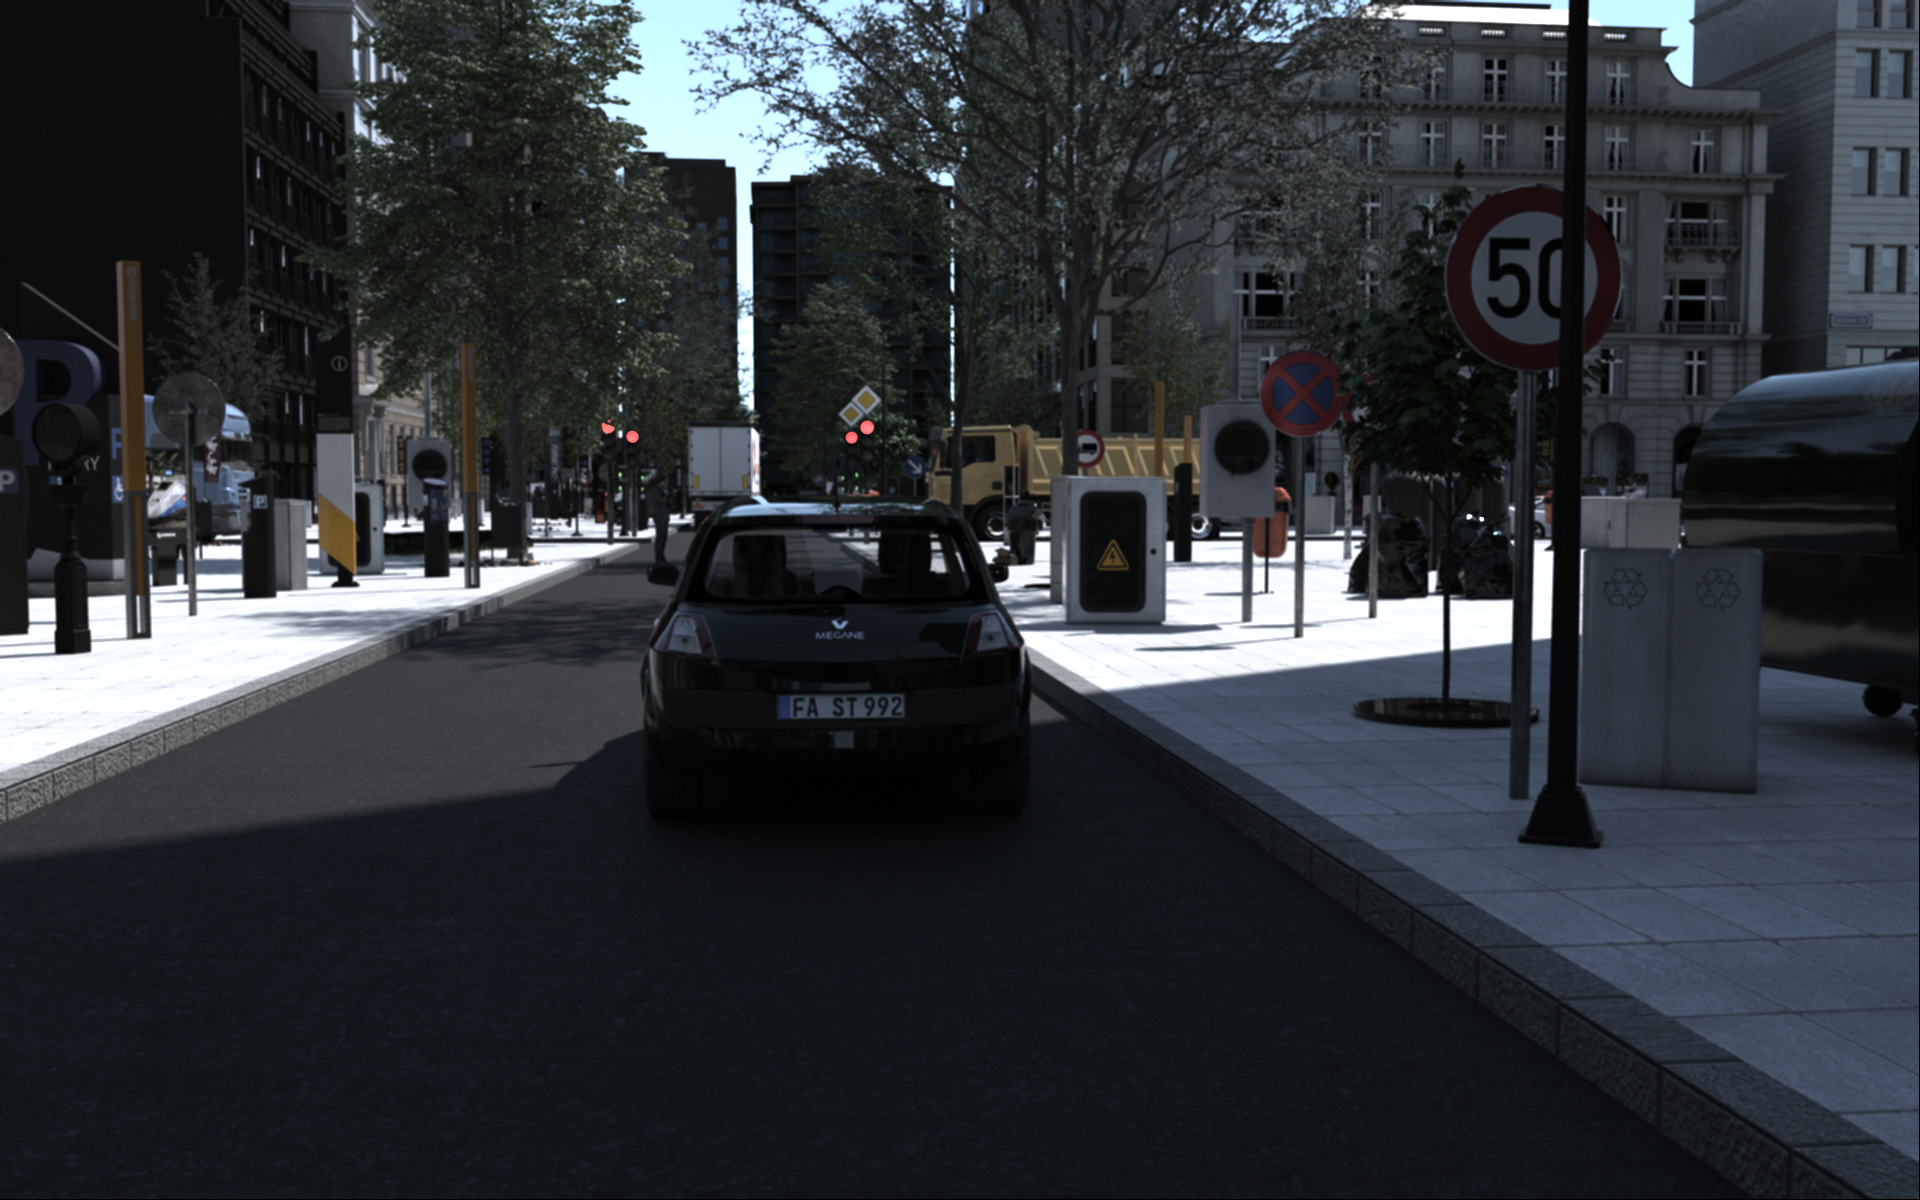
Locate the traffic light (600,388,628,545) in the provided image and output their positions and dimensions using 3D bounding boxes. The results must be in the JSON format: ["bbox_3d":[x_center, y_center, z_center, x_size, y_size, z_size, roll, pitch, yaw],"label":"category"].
[{"bbox_3d":[-8.838,-3.356,43.790,0.839,4.253,0.868,0,4,-6],"label":"traffic light"}]

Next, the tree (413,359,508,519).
[{"bbox_3d":[-25.228,-8.370,87.207,4.737,8.622,4.395,0,3,0],"label":"tree"}]

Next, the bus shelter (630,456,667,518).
[{"bbox_3d":[-17.259,-6.199,95.272,2.014,3.302,5.546,0,4,-7],"label":"bus shelter"}]

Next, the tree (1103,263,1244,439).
[{"bbox_3d":[6.683,-6.380,54.681,4.737,8.622,4.395,0,3,0],"label":"tree"}]

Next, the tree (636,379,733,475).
[{"bbox_3d":[-19.578,-11.728,126.158,8.767,10.594,7.601,-1,4,-20],"label":"tree"}]

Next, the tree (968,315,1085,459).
[{"bbox_3d":[2.831,-7.369,70.848,4.360,8.622,3.978,0,3,0],"label":"tree"}]

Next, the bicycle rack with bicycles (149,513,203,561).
[{"bbox_3d":[-15.782,-1.233,33.537,2.852,0.926,2.925,0,4,3],"label":"bicycle rack with bicycles"}]

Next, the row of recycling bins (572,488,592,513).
[{"bbox_3d":[-25.002,-6.651,115.861,1.069,1.692,3.534,1,4,20],"label":"row of recycling bins"}]

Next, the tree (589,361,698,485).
[{"bbox_3d":[-15.127,-8.290,85.910,4.737,8.622,4.395,0,3,0],"label":"tree"}]

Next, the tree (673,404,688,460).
[{"bbox_3d":[-20.065,-12.938,137.288,9.928,11.665,9.643,0,3,0],"label":"tree"}]

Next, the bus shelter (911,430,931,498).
[{"bbox_3d":[-1.020,-4.581,66.187,1.731,3.624,6.357,0,4,-6],"label":"bus shelter"}]

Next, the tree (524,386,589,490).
[{"bbox_3d":[-24.889,-9.748,109.745,4.737,8.622,4.395,0,3,0],"label":"tree"}]

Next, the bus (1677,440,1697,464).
[{"bbox_3d":[28.148,-3.718,52.331,12.252,3.916,2.896,0,4,-8],"label":"bus"}]

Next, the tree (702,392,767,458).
[{"bbox_3d":[-25.882,-17.339,190.141,9.857,13.997,8.962,0,3,0],"label":"tree"}]

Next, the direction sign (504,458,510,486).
[{"bbox_3d":[-28.249,-7.135,108.652,0.379,3.537,0.876,2,4,34],"label":"direction sign"}]

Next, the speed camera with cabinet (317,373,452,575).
[{"bbox_3d":[-9.283,-2.056,27.949,2.038,3.252,0.660,-1,4,-19],"label":"speed camera with cabinet"}]

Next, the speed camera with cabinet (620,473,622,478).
[{"bbox_3d":[-14.253,-4.897,74.395,0.660,3.252,2.038,1,4,20],"label":"speed camera with cabinet"}]

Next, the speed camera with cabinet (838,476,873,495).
[{"bbox_3d":[-3.998,-4.399,66.259,0.660,3.252,2.038,1,4,22],"label":"speed camera with cabinet"}]

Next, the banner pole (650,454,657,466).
[{"bbox_3d":[-19.200,-7.256,108.644,0.863,3.779,0.401,2,4,34],"label":"banner pole"}]

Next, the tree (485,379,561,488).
[{"bbox_3d":[-25.218,-9.205,100.869,4.360,8.622,3.978,0,3,0],"label":"tree"}]

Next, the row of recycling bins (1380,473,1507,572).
[{"bbox_3d":[8.281,-1.382,29.709,1.069,1.692,3.534,3,5,43],"label":"row of recycling bins"}]

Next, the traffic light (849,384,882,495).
[{"bbox_3d":[-2.419,-3.401,44.524,0.839,4.253,0.868,0,4,-6],"label":"traffic light"}]

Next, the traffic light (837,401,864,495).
[{"bbox_3d":[-3.310,-3.886,52.460,0.839,4.253,0.868,0,4,-6],"label":"traffic light"}]

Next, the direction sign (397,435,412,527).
[{"bbox_3d":[-21.567,-4.609,67.353,0.379,3.537,0.876,1,4,21],"label":"direction sign"}]

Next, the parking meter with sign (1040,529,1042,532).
[{"bbox_3d":[1.937,-3.841,59.060,1.738,3.016,0.543,0,4,-5],"label":"parking meter with sign"}]

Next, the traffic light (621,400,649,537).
[{"bbox_3d":[-9.729,-3.841,51.725,0.839,4.253,0.868,0,4,-6],"label":"traffic light"}]

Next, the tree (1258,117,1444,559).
[{"bbox_3d":[7.659,-5.092,33.613,4.360,8.622,3.978,0,3,0],"label":"tree"}]

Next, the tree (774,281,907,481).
[{"bbox_3d":[-6.569,-10.681,92.759,7.486,12.596,7.792,0,3,0],"label":"tree"}]

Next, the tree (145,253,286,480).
[{"bbox_3d":[-22.394,-6.254,52.623,4.360,8.622,3.978,0,3,0],"label":"tree"}]

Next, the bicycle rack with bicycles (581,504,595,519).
[{"bbox_3d":[-17.632,-4.616,88.847,2.925,0.926,2.852,1,4,11],"label":"bicycle rack with bicycles"}]

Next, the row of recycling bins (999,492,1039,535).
[{"bbox_3d":[1.805,-2.958,55.472,1.069,1.692,3.534,-1,4,-11],"label":"row of recycling bins"}]

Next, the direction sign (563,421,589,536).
[{"bbox_3d":[-11.630,-3.701,52.501,0.379,3.537,0.876,3,5,43],"label":"direction sign"}]

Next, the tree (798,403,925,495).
[{"bbox_3d":[-2.897,-4.641,59.596,4.285,4.588,4.351,0,3,0],"label":"tree"}]

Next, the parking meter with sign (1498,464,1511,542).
[{"bbox_3d":[10.684,-2.346,34.611,0.543,3.016,1.738,0,4,6],"label":"parking meter with sign"}]

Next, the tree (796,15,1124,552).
[{"bbox_3d":[0.046,-6.862,37.954,9.928,11.665,9.643,0,3,0],"label":"tree"}]

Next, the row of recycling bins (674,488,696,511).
[{"bbox_3d":[-19.715,-7.142,123.888,1.069,1.692,3.534,-2,4,-31],"label":"row of recycling bins"}]

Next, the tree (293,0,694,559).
[{"bbox_3d":[-9.178,-7.112,34.402,7.486,12.596,7.792,0,3,0],"label":"tree"}]

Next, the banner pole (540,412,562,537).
[{"bbox_3d":[-12.072,-3.739,51.149,0.863,3.779,0.401,2,4,32],"label":"banner pole"}]

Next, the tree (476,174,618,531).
[{"bbox_3d":[-11.514,-9.155,60.052,12.009,13.543,11.850,0,3,0],"label":"tree"}]

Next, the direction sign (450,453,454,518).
[{"bbox_3d":[-26.995,-6.085,91.485,0.876,3.537,0.379,3,5,41],"label":"direction sign"}]

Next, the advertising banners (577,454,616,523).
[{"bbox_3d":[-15.819,-4.893,76.195,2.074,3.025,0.090,1,4,9],"label":"advertising banners"}]

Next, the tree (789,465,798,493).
[{"bbox_3d":[-12.039,-9.478,138.686,4.285,4.588,4.351,0,3,0],"label":"tree"}]

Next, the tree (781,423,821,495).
[{"bbox_3d":[-14.813,-12.836,160.236,4.360,8.622,3.978,0,3,0],"label":"tree"}]

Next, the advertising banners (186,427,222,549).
[{"bbox_3d":[-18.217,-2.724,40.719,2.074,3.025,0.090,1,4,13],"label":"advertising banners"}]

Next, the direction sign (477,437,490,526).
[{"bbox_3d":[-19.147,-4.714,69.065,0.876,3.537,0.379,-3,5,-41],"label":"direction sign"}]

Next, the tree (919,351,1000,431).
[{"bbox_3d":[0.180,-8.355,86.967,4.737,8.622,4.395,0,3,0],"label":"tree"}]

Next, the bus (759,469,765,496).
[{"bbox_3d":[-18.607,-9.821,152.116,2.896,3.916,12.252,0,4,-6],"label":"bus"}]

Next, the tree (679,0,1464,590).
[{"bbox_3d":[1.525,-6.894,23.089,12.009,13.543,11.850,0,3,0],"label":"tree"}]

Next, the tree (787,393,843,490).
[{"bbox_3d":[-9.633,-10.368,119.875,4.737,8.622,4.395,0,3,0],"label":"tree"}]

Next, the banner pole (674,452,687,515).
[{"bbox_3d":[-16.697,-6.969,103.960,0.863,3.779,0.401,-1,4,-13],"label":"banner pole"}]

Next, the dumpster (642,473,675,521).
[{"bbox_3d":[-13.852,-4.694,79.242,1.502,2.255,1.985,0,4,-6],"label":"dumpster"}]

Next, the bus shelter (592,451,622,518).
[{"bbox_3d":[-19.616,-6.517,97.828,1.731,3.624,6.357,0,4,-6],"label":"bus shelter"}]

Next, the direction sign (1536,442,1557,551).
[{"bbox_3d":[13.433,-2.883,39.141,0.876,3.537,0.379,3,5,40],"label":"direction sign"}]

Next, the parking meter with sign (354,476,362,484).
[{"bbox_3d":[-25.263,-4.644,72.188,1.738,3.016,0.543,-1,4,-16],"label":"parking meter with sign"}]

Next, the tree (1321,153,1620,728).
[{"bbox_3d":[2.934,-0.936,9.911,1.663,3.219,1.824,0,3,0],"label":"tree"}]

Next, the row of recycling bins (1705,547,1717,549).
[{"bbox_3d":[8.596,-0.520,15.621,3.534,1.692,1.069,2,4,34],"label":"row of recycling bins"}]

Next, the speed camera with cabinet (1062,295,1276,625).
[{"bbox_3d":[2.053,-1.394,17.120,2.038,3.252,0.660,0,4,0],"label":"speed camera with cabinet"}]
